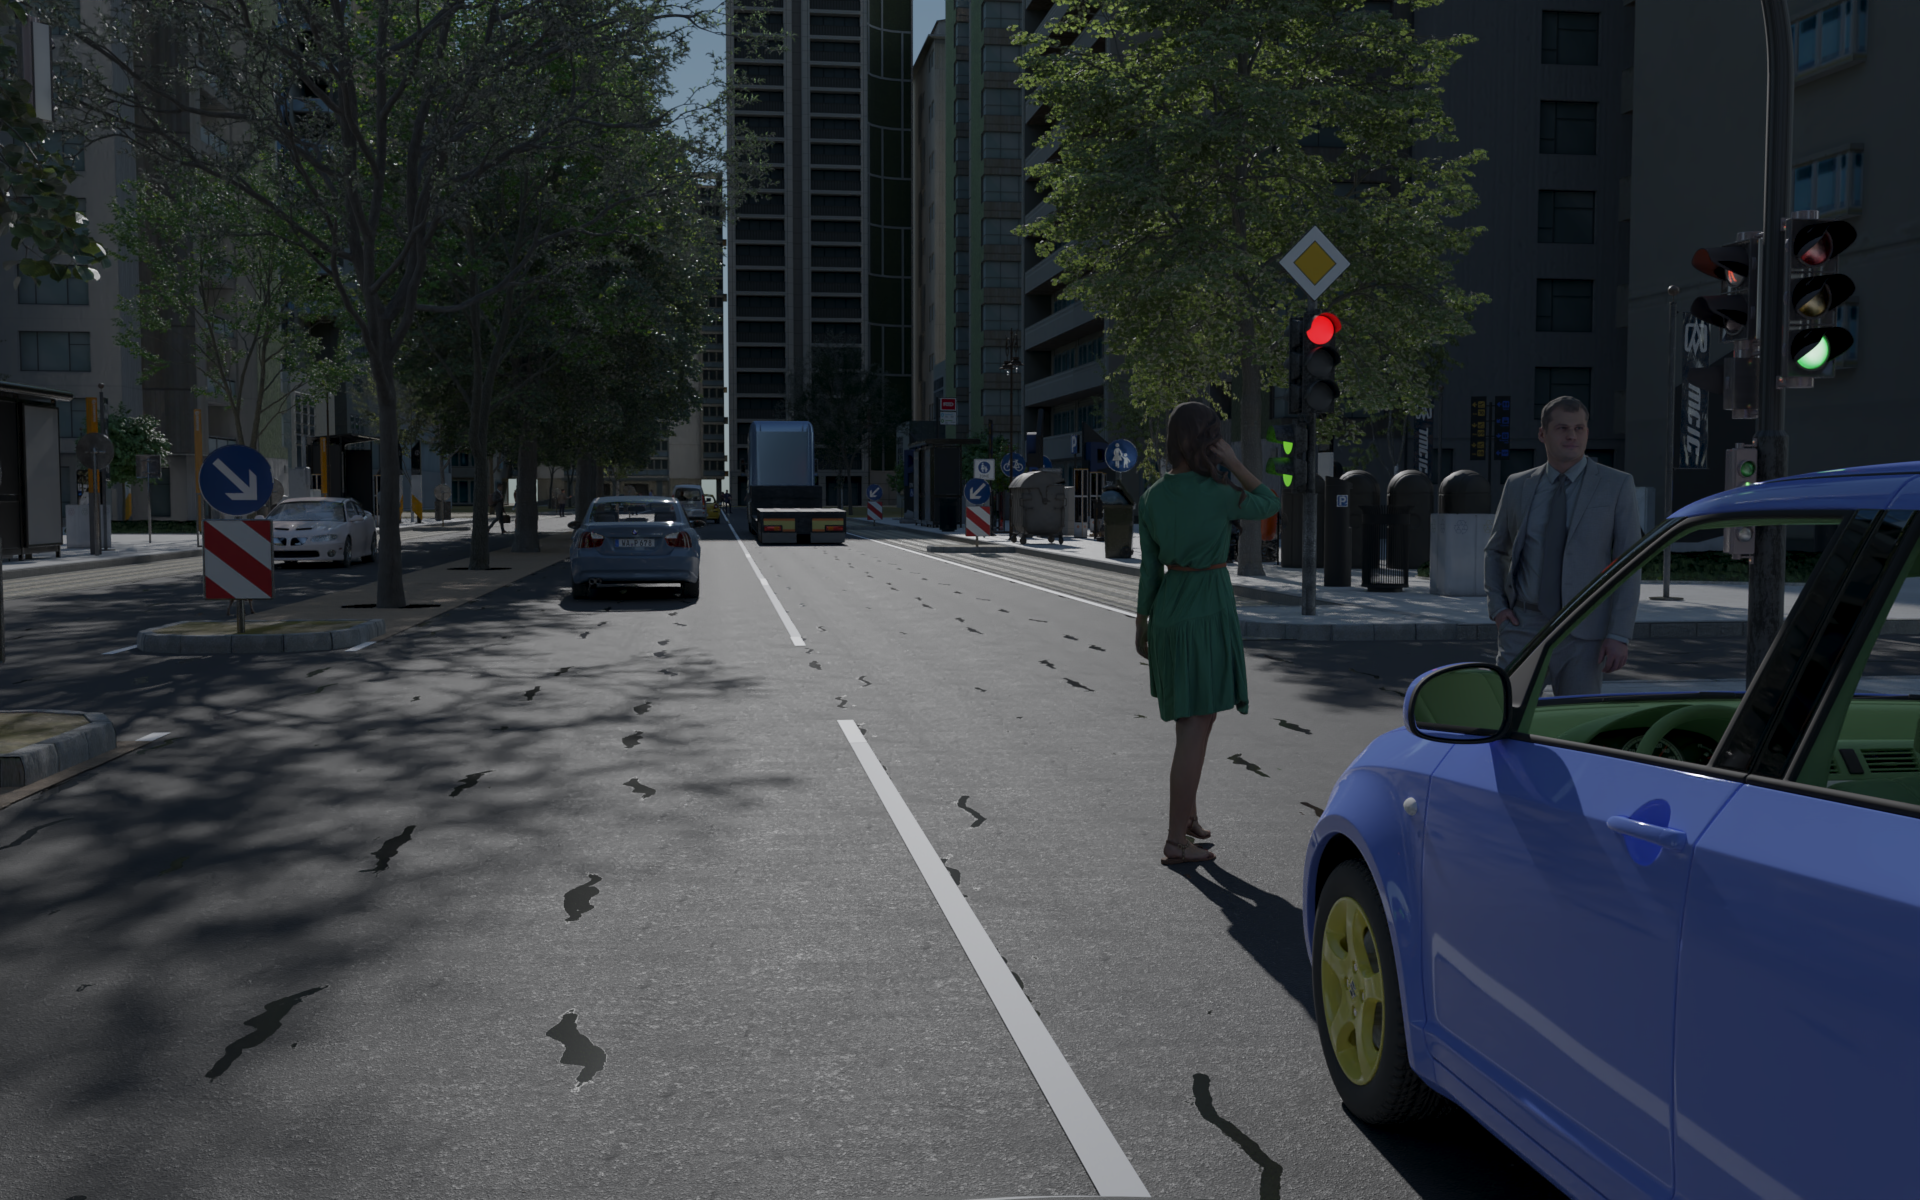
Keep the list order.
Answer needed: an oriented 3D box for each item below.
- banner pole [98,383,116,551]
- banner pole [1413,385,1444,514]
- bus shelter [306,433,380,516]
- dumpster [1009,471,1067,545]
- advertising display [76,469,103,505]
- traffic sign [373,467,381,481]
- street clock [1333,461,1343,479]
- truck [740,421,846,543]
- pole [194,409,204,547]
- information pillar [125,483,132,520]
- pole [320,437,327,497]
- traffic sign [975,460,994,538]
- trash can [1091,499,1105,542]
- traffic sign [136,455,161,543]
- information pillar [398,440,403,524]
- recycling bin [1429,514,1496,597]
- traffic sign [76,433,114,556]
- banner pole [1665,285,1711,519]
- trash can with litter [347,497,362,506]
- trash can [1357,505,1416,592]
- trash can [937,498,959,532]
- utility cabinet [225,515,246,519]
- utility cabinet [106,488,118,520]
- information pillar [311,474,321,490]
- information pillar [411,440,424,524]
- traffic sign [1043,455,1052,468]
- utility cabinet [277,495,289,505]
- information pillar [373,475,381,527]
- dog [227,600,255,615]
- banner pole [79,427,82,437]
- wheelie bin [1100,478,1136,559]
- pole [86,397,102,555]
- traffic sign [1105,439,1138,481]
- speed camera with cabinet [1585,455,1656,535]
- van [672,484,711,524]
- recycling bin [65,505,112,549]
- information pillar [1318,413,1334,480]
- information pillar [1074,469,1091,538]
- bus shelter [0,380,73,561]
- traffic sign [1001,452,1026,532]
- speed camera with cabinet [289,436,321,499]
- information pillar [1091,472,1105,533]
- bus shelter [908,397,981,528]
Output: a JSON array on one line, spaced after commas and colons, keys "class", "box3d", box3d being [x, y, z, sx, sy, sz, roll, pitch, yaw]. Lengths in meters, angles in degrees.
[{"class": "banner pole", "box3d": [-19.424, -3.020, 39.387, 0.401, 3.779, 0.863, -1, 4, -14]}, {"class": "banner pole", "box3d": [10.816, -3.049, 39.863, 0.863, 3.779, 0.401, 2, 4, 34]}, {"class": "bus shelter", "box3d": [-24.735, -4.795, 69.685, 1.731, 3.624, 6.357, 0, 4, -8]}, {"class": "dumpster", "box3d": [2.013, -2.378, 44.638, 1.264, 1.857, 1.865, 0, 4, -8]}, {"class": "advertising display", "box3d": [-22.785, -2.458, 45.396, 0.974, 1.923, 0.123, 2, 4, 30]}, {"class": "traffic sign", "box3d": [-23.275, -4.281, 69.993, 0.884, 2.594, 0.081, 0, 4, -1]}, {"class": "street clock", "box3d": [7.988, -2.004, 37.336, 0.358, 2.002, 0.471, -3, 5, -42]}, {"class": "truck", "box3d": [-5.749, -4.183, 58.154, 2.967, 4.110, 18.799, 0, 4, -8]}, {"class": "pole", "box3d": [-18.305, -2.926, 41.676, 0.158, 3.312, 0.155, 0, 3, 0]}, {"class": "information pillar", "box3d": [-30.262, -4.374, 62.865, 0.504, 3.616, 0.183, 3, 4, 39]}, {"class": "pole", "box3d": [-22.845, -4.182, 62.220, 0.158, 3.312, 0.155, 0, 3, 0]}, {"class": "traffic sign", "box3d": [0.706, -2.970, 50.690, 0.606, 2.300, 0.079, 0, 4, -5]}, {"class": "trash can", "box3d": [3.933, -2.162, 47.008, 0.748, 1.137, 0.748, 0, 3, 0]}, {"class": "traffic sign", "box3d": [-21.084, -2.624, 45.030, 0.606, 2.300, 0.079, 0, 4, -8]}, {"class": "information pillar", "box3d": [-24.355, -5.135, 75.306, 0.183, 3.616, 0.504, 0, 4, -1]}, {"class": "recycling bin", "box3d": [6.410, -0.575, 21.951, 0.722, 1.027, 0.722, 0, 4, -2]}, {"class": "traffic sign", "box3d": [-17.916, -2.189, 35.890, 0.768, 2.556, 0.104, 0, 4, -4]}, {"class": "banner pole", "box3d": [8.765, -1.893, 20.966, 0.863, 3.779, 0.401, -2, 4, -25]}, {"class": "trash can with litter", "box3d": [-22.598, -3.286, 65.115, 1.055, 1.170, 0.624, -3, 5, -43]}, {"class": "trash can", "box3d": [5.595, -0.680, 22.772, 0.748, 1.137, 0.748, 0, 3, 0]}, {"class": "trash can", "box3d": [-0.401, -2.897, 59.022, 0.748, 1.137, 0.748, 0, 3, 0]}, {"class": "utility cabinet", "box3d": [-26.404, -3.191, 63.330, 1.020, 1.237, 0.306, 1, 4, 21]}, {"class": "utility cabinet", "box3d": [-31.304, -3.327, 63.069, 1.173, 1.500, 0.318, 1, 4, 11]}, {"class": "information pillar", "box3d": [-23.669, -3.631, 63.853, 0.304, 2.012, 0.304, 2, 4, 33]}, {"class": "information pillar", "box3d": [-23.528, -5.118, 75.035, 0.504, 3.616, 0.183, 1, 4, 18]}, {"class": "traffic sign", "box3d": [2.601, -3.431, 56.207, 0.768, 2.556, 0.104, 0, 4, -7]}, {"class": "utility cabinet", "box3d": [-30.043, -4.011, 76.739, 0.306, 1.237, 1.020, 1, 4, 17]}, {"class": "information pillar", "box3d": [-22.367, -3.805, 66.706, 0.304, 2.012, 0.304, -3, 5, -39]}, {"class": "dog", "box3d": [-8.549, -0.079, 20.579, 0.406, 0.507, 0.540, -3, 5, -41]}, {"class": "banner pole", "box3d": [-32.981, -4.596, 65.157, 0.401, 3.779, 0.863, -1, 4, -21]}, {"class": "wheelie bin", "box3d": [3.164, -1.635, 34.646, 0.693, 1.594, 0.980, 1, 4, 9]}, {"class": "pole", "box3d": [-18.291, -2.613, 36.567, 0.158, 3.312, 0.155, 0, 3, 0]}, {"class": "traffic sign", "box3d": [3.728, -2.451, 40.183, 0.768, 2.556, 0.104, 0, 4, -5]}, {"class": "speed camera with cabinet", "box3d": [15.164, -2.826, 40.534, 2.038, 3.252, 0.660, 3, 5, 42]}, {"class": "van", "box3d": [-12.515, -4.456, 79.871, 2.013, 2.044, 4.112, 0, 4, -8]}, {"class": "recycling bin", "box3d": [-20.710, -1.750, 41.164, 0.722, 1.027, 0.722, 0, 4, 7]}, {"class": "information pillar", "box3d": [7.311, -2.645, 34.599, 0.183, 3.616, 0.504, -1, 4, -17]}, {"class": "information pillar", "box3d": [3.510, -2.802, 50.307, 0.304, 2.012, 0.304, 3, 4, 36]}, {"class": "bus shelter", "box3d": [-18.401, -3.238, 30.579, 2.179, 5.291, 8.768, 0, 4, -8]}, {"class": "traffic sign", "box3d": [1.623, -3.237, 53.024, 0.768, 2.556, 0.104, 0, 4, -4]}, {"class": "speed camera with cabinet", "box3d": [-22.766, -4.027, 60.179, 0.660, 3.252, 2.038, 0, 4, -6]}, {"class": "information pillar", "box3d": [4.536, -3.250, 57.635, 0.304, 2.012, 0.304, 3, 5, 43]}, {"class": "bus shelter", "box3d": [-0.842, -5.613, 69.408, 2.179, 5.291, 8.768, 0, 4, -8]}]
